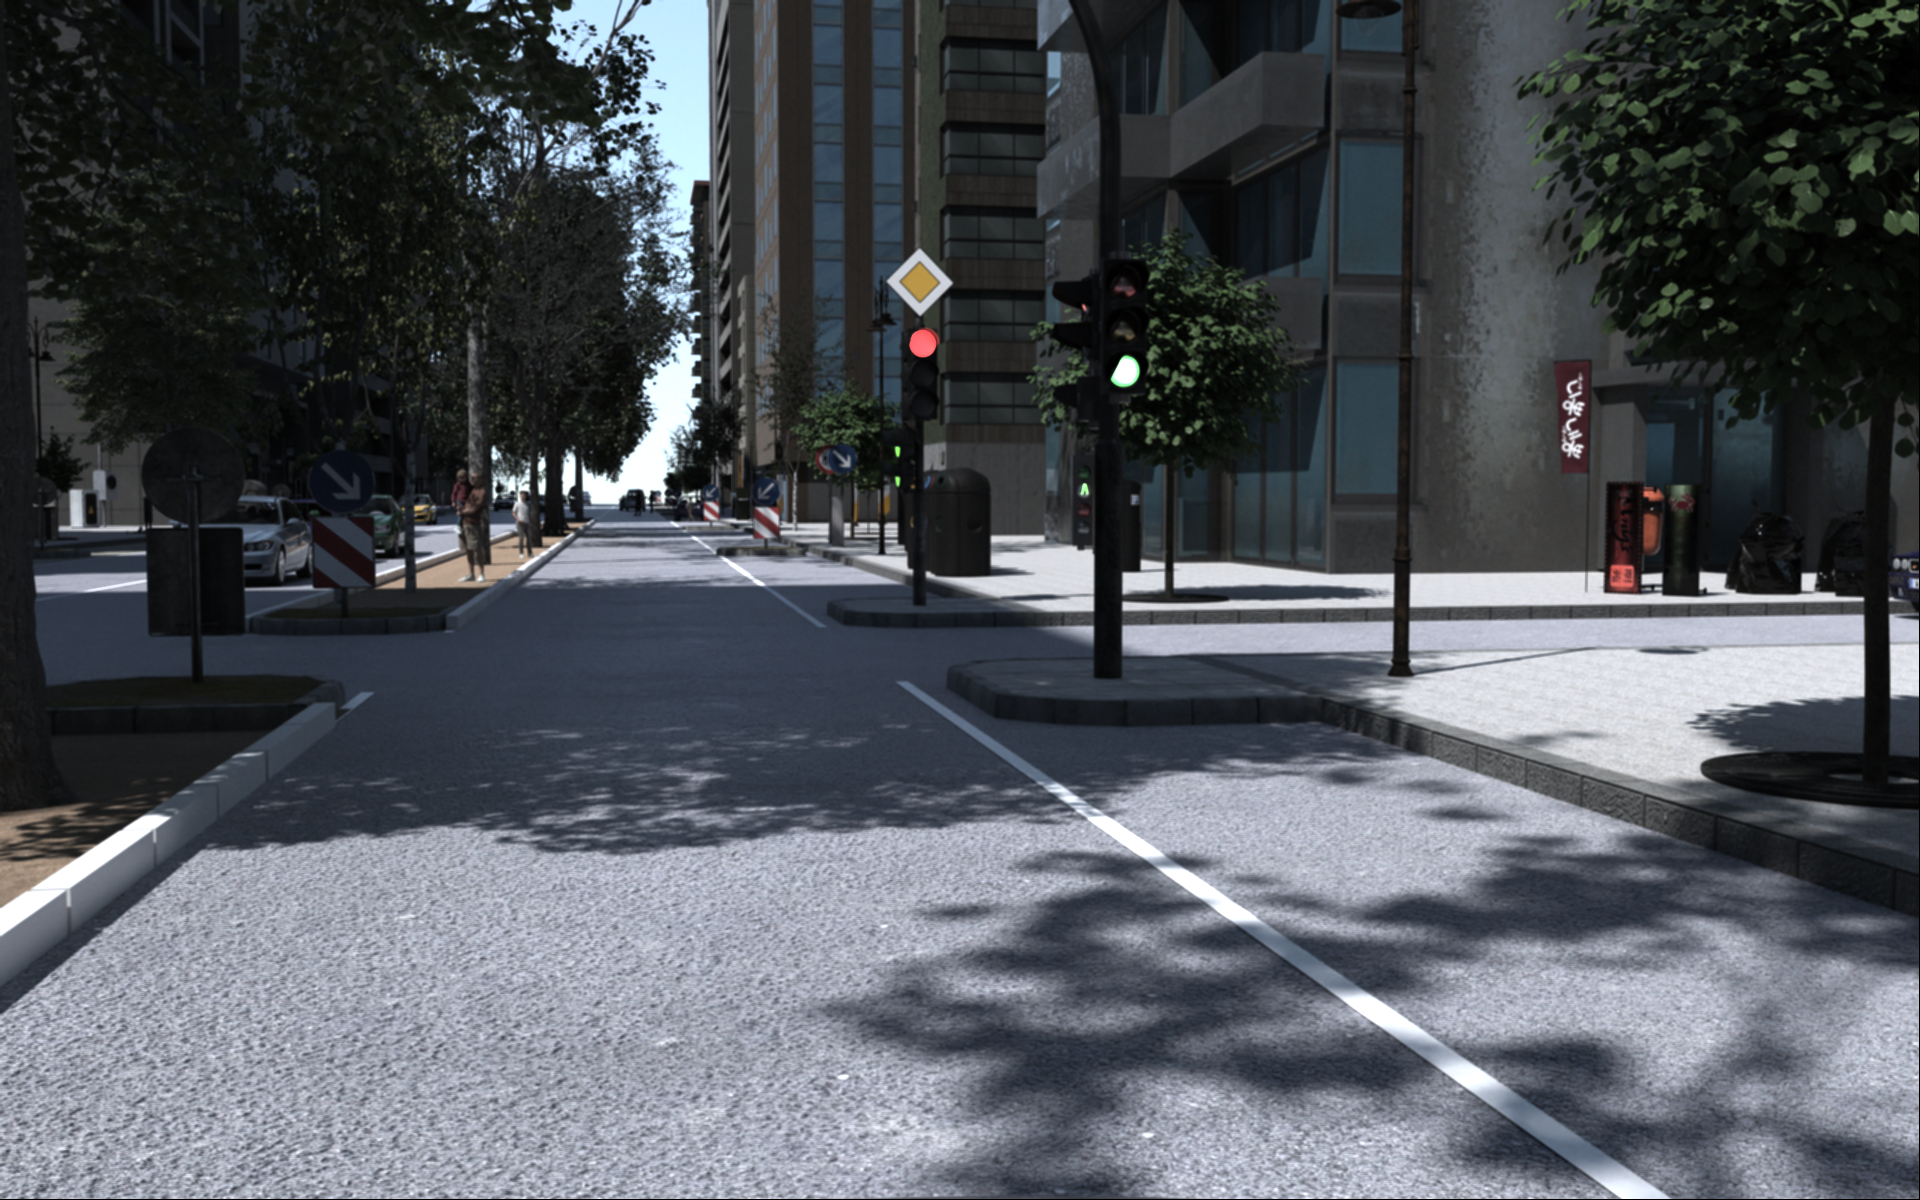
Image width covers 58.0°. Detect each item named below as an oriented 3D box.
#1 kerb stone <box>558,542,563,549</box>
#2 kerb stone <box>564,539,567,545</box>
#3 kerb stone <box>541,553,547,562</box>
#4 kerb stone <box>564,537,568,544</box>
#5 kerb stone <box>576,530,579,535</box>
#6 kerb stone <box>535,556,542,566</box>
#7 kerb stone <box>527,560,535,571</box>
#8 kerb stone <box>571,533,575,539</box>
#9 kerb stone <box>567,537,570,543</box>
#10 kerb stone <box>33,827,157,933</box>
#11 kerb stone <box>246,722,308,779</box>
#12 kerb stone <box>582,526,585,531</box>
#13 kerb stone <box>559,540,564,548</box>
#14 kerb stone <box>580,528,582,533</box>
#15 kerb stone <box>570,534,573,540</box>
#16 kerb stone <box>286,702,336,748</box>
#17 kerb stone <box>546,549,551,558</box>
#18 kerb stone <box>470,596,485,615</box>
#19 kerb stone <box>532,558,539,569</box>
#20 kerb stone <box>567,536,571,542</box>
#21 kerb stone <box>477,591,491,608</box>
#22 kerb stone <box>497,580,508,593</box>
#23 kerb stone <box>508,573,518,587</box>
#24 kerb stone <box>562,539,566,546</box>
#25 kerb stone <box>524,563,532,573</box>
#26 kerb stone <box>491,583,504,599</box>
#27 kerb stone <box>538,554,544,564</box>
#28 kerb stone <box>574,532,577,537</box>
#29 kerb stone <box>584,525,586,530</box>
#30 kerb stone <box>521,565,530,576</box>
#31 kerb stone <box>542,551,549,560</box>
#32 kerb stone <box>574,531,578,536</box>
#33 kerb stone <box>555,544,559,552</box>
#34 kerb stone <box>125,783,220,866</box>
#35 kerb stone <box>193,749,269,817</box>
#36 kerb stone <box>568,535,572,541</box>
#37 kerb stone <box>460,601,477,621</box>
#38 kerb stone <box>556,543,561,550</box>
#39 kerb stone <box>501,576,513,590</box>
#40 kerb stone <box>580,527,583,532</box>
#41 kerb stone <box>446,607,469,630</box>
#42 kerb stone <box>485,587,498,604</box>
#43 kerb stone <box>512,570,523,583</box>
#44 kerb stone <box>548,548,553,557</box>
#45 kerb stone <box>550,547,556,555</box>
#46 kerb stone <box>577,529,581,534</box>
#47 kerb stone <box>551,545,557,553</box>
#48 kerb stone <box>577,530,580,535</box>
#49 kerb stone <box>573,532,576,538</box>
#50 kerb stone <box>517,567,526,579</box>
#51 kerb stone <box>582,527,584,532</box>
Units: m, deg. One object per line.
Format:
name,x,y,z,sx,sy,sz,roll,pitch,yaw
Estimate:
kerb stone,-10.221,-1.323,43.899,0.120,0.150,1.000,-1,4,-11
kerb stone,-10.800,-1.510,46.927,0.120,0.150,1.000,-1,4,-11
kerb stone,-8.691,-0.832,35.839,0.120,0.150,1.000,-1,4,-11
kerb stone,-10.987,-1.574,47.934,0.120,0.150,1.000,-1,4,-11
kerb stone,-12.709,-2.129,57.004,0.120,0.150,1.000,-1,4,-11
kerb stone,-8.309,-0.711,33.818,0.120,0.150,1.000,-1,4,-11
kerb stone,-7.933,-0.587,31.805,0.120,0.150,1.000,-1,4,-11
kerb stone,-11.947,-1.883,52.979,0.120,0.150,1.000,-1,4,-11
kerb stone,-11.180,-1.636,48.938,0.120,0.150,1.000,-1,4,-11
kerb stone,-3.050,0.983,6.124,0.120,0.150,1.000,-1,4,-11
kerb stone,-3.619,0.798,9.160,0.120,0.150,1.000,-1,4,-11
kerb stone,-14.047,-2.558,64.061,0.120,0.150,1.000,-1,4,-11
kerb stone,-10.410,-1.389,44.910,0.120,0.150,1.000,-1,4,-11
kerb stone,-13.473,-2.373,61.028,0.120,0.150,1.000,-1,4,-11
kerb stone,-11.755,-1.818,51.971,0.120,0.150,1.000,-1,4,-11
kerb stone,-3.812,0.736,10.164,0.120,0.150,1.000,-1,4,-11
kerb stone,-9.073,-0.958,37.852,0.120,0.150,1.000,-1,4,-11
kerb stone,-5.822,0.093,20.730,0.120,0.150,1.000,-1,4,-11
kerb stone,-8.119,-0.649,32.813,0.120,0.150,1.000,-1,4,-11
kerb stone,-11.372,-1.698,49.954,0.120,0.150,1.000,-1,4,-11
kerb stone,-6.016,0.028,21.733,0.120,0.150,1.000,-1,4,-11
kerb stone,-6.589,-0.156,24.754,0.120,0.150,1.000,-1,4,-11
kerb stone,-6.968,-0.280,26.770,0.120,0.150,1.000,-1,4,-11
kerb stone,-10.595,-1.451,45.925,0.120,0.150,1.000,-1,4,-11
kerb stone,-7.741,-0.526,30.801,0.120,0.150,1.000,-1,4,-11
kerb stone,-6.387,-0.095,23.752,0.120,0.150,1.000,-1,4,-11
kerb stone,-8.500,-0.773,34.829,0.120,0.150,1.000,-1,4,-11
kerb stone,-12.329,-2.003,54.989,0.120,0.150,1.000,-1,4,-11
kerb stone,-14.430,-2.684,66.074,0.120,0.150,1.000,-1,4,-11
kerb stone,-7.542,-0.459,29.799,0.120,0.150,1.000,-1,4,-11
kerb stone,-8.875,-0.893,36.844,0.120,0.150,1.000,-1,4,-11
kerb stone,-12.522,-2.067,55.997,0.120,0.150,1.000,-1,4,-11
kerb stone,-9.836,-1.204,41.881,0.120,0.150,1.000,-1,4,-11
kerb stone,-3.239,0.921,7.129,0.120,0.150,1.000,-1,4,-11
kerb stone,-3.431,0.860,8.142,0.120,0.150,1.000,-1,4,-11
kerb stone,-11.561,-1.760,50.967,0.120,0.150,1.000,-1,4,-11
kerb stone,-5.632,0.151,19.726,0.120,0.150,1.000,-1,4,-11
kerb stone,-10.036,-1.265,42.886,0.120,0.150,1.000,-1,4,-11
kerb stone,-6.777,-0.218,25.759,0.120,0.150,1.000,-1,4,-11
kerb stone,-13.664,-2.437,62.033,0.120,0.150,1.000,-1,4,-11
kerb stone,-5.443,0.212,18.722,0.120,0.150,1.000,-1,4,-11
kerb stone,-6.204,-0.034,22.747,0.120,0.150,1.000,-1,4,-11
kerb stone,-7.150,-0.342,27.782,0.120,0.150,1.000,-1,4,-11
kerb stone,-9.264,-1.017,38.856,0.120,0.150,1.000,-1,4,-11
kerb stone,-9.449,-1.081,39.872,0.120,0.150,1.000,-1,4,-11
kerb stone,-13.086,-2.252,59.021,0.120,0.150,1.000,-1,4,-11
kerb stone,-9.648,-1.142,40.876,0.120,0.150,1.000,-1,4,-11
kerb stone,-12.898,-2.190,58.010,0.120,0.150,1.000,-1,4,-11
kerb stone,-12.137,-1.944,53.985,0.120,0.150,1.000,-1,4,-11
kerb stone,-7.351,-0.403,28.785,0.120,0.150,1.000,-1,4,-11
kerb stone,-13.856,-2.499,63.046,0.120,0.150,1.000,-1,4,-11
